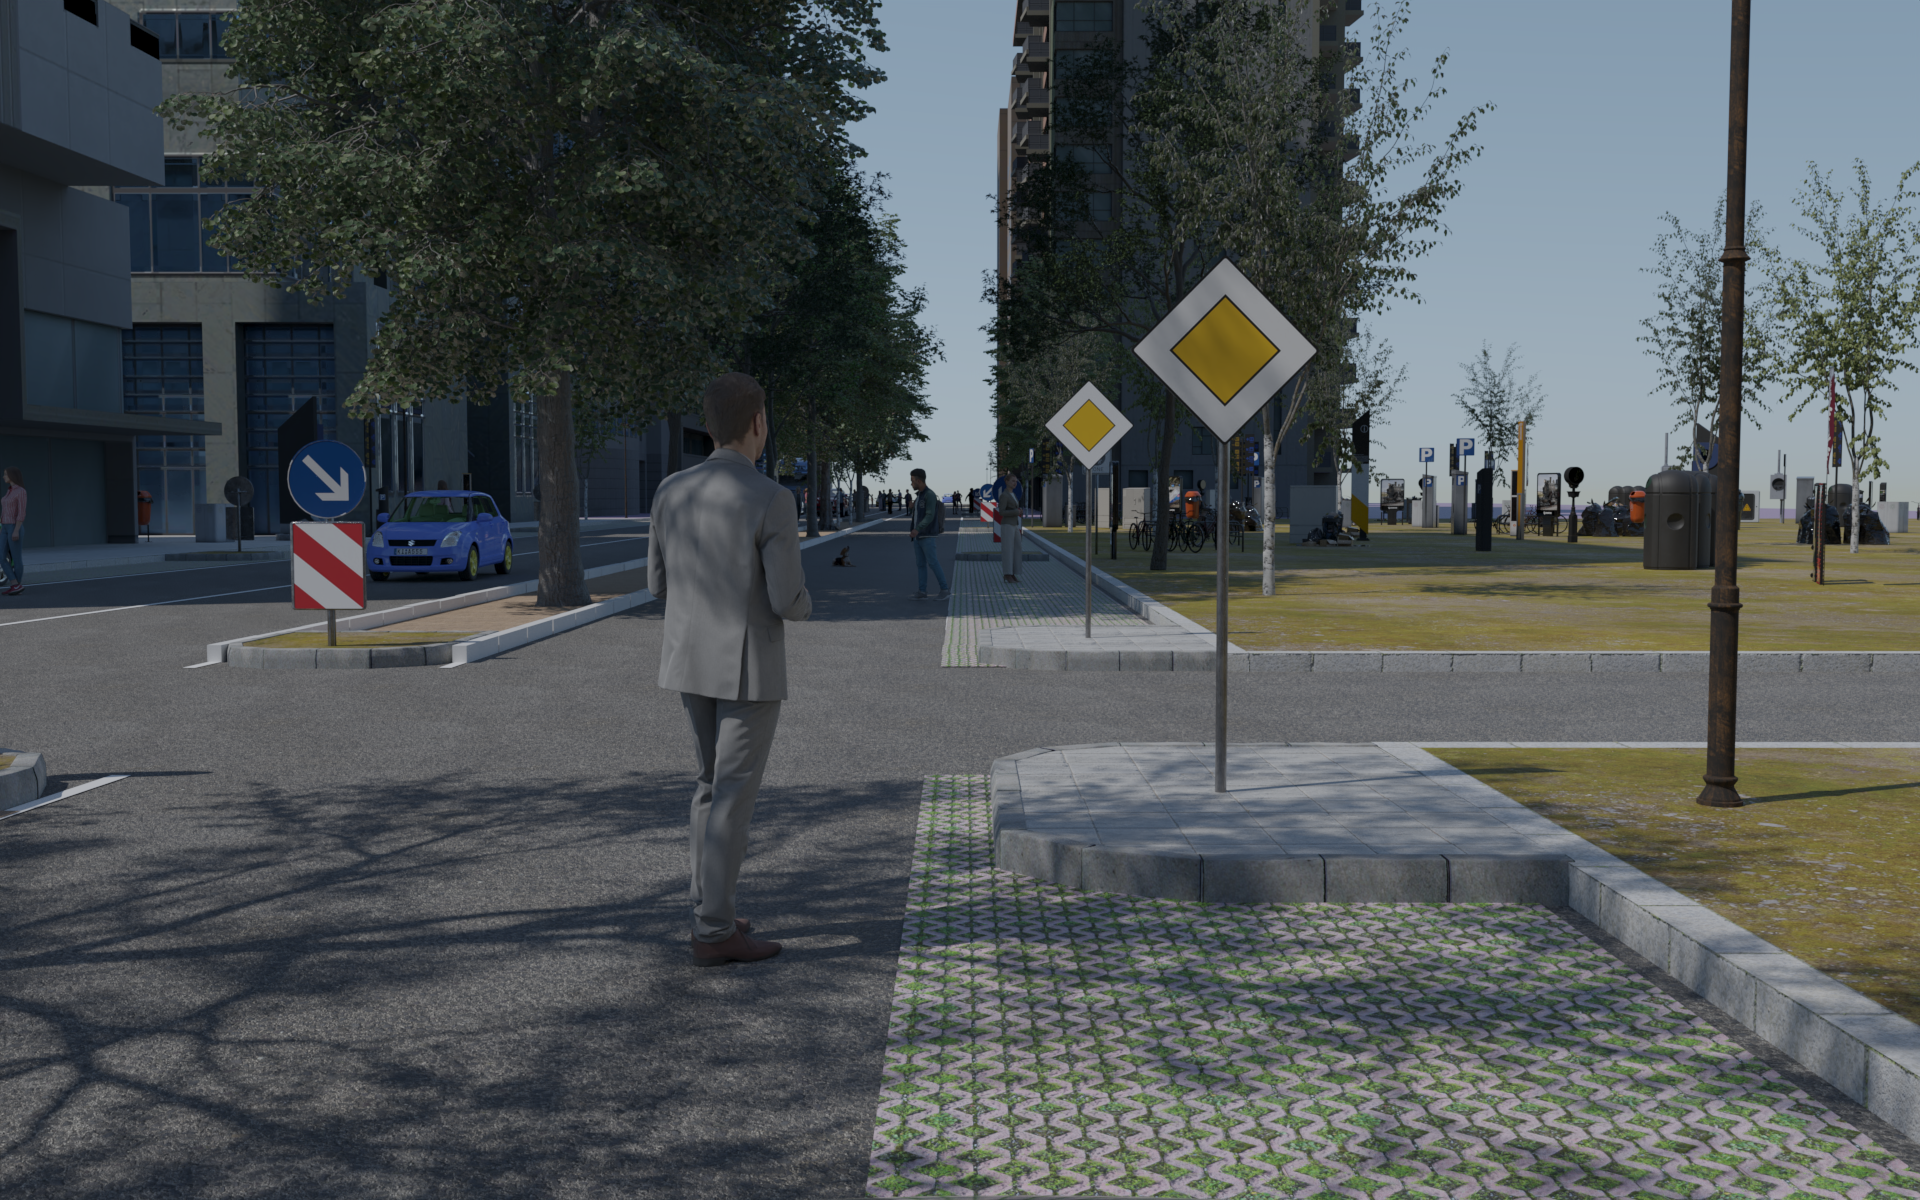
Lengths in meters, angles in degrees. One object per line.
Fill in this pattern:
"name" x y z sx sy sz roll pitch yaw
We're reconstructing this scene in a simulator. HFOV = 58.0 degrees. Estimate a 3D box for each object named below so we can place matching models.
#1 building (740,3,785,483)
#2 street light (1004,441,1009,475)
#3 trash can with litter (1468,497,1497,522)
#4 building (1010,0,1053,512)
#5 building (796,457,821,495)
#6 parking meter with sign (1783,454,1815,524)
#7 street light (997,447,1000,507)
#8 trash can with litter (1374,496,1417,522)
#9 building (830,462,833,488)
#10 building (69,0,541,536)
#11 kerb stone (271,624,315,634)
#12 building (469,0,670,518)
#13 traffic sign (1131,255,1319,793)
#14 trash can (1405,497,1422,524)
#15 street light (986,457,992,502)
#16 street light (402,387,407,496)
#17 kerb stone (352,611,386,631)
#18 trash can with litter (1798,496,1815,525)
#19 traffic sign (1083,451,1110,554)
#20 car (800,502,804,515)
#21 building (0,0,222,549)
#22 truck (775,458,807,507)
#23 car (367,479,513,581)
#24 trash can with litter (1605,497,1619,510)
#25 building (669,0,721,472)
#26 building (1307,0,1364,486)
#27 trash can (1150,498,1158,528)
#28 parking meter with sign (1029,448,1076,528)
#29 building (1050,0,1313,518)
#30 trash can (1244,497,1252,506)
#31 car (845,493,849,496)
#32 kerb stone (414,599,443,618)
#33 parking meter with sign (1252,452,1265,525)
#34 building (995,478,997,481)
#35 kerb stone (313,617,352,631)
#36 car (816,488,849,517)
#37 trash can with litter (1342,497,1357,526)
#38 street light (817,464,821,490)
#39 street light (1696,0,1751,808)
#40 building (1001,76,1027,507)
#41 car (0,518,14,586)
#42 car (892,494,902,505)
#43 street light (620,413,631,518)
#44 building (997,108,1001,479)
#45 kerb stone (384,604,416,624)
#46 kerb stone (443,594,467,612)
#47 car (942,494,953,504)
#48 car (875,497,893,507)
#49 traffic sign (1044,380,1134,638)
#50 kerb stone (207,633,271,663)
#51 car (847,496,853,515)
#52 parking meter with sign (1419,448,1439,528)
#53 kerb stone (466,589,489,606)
"building" -29.462 -53.584 188.764 22.319 86.520 31.000 0 4 0
"street light" 3.443 -9.368 125.947 0.468 5.910 1.993 0 4 0
"trash can with litter" 23.692 -4.166 79.165 2.233 1.210 1.678 -1 4 -9
"building" 15.628 -30.326 150.453 22.147 44.769 28.867 0 4 0
"building" -32.121 -23.009 221.240 27.650 21.520 28.899 0 4 0
"parking meter with sign" 36.534 -4.806 74.839 1.738 3.016 0.543 2 4 29
"street light" 3.699 -11.813 165.928 0.468 5.910 1.993 0 4 0
"trash can with litter" 20.729 -4.409 83.143 1.678 1.210 2.233 3 4 39
"building" -25.452 -34.158 242.073 14.154 41.232 14.086 0 4 0
"building" -29.138 -46.065 65.836 22.319 86.520 31.000 0 4 0
"kerb stone" -6.326 0.366 16.248 0.120 0.150 1.000 0 4 0
"building" -30.422 -34.372 103.976 21.231 58.520 28.212 0 4 0
"traffic sign" 1.120 -0.229 7.395 0.795 2.450 0.064 0 4 0
"trash can" 19.394 -3.814 74.005 0.748 1.137 0.748 0 3 0
"street light" 3.712 -14.499 209.853 0.468 5.910 1.993 0 4 0
"street light" -17.830 -5.065 55.601 0.468 5.910 1.993 0 4 0
"kerb stone" -6.324 0.242 18.295 0.120 0.150 1.000 0 4 0
"trash can with litter" 35.520 -3.700 71.556 2.233 1.210 1.678 -2 4 -27
"traffic sign" 2.898 -2.116 36.723 0.606 2.300 0.079 0 4 5
"car" -11.729 -6.517 118.916 2.083 1.381 4.827 0 4 -1
"building" -32.449 -26.939 29.697 28.713 52.752 27.495 0 4 0
"truck" -12.357 -8.885 135.034 2.967 4.110 18.799 0 4 -2
"car" -8.881 -1.229 29.691 1.945 1.707 3.694 0 4 -1
"trash can with litter" 23.752 -3.205 63.791 1.055 1.170 0.624 2 4 35
"building" -29.994 -30.946 129.672 21.300 48.544 21.600 0 4 0
"building" 15.478 -28.564 121.640 22.147 44.769 28.867 0 4 0
"trash can" 7.257 -3.248 64.755 0.748 1.137 0.748 0 3 0
"parking meter with sign" 3.572 -4.292 66.434 1.738 3.016 0.543 -1 4 -14
"building" 12.138 -20.113 100.556 14.160 30.474 14.107 0 4 0
"trash can" 13.616 -4.225 80.739 0.748 1.137 0.748 0 3 0
"car" -12.860 -11.278 193.988 1.945 1.707 3.694 0 4 -1
"kerb stone" -6.321 0.113 20.344 0.120 0.150 1.000 0 4 0
"parking meter with sign" 12.617 -4.683 72.823 0.543 3.016 1.738 2 4 30
"building" 16.533 -36.726 220.073 23.786 49.044 30.456 0 4 0
"kerb stone" -6.329 0.303 17.270 0.120 0.150 1.000 0 4 0
"car" -8.282 -6.262 111.058 2.281 1.827 5.304 0 4 1
"trash can with litter" 15.155 -3.610 70.084 2.233 1.210 1.678 0 4 7
"street light" -17.530 -14.859 215.734 0.468 5.910 1.993 0 4 0
"street light" 3.144 -2.092 6.989 0.468 5.910 1.993 0 4 0
"building" 12.083 -32.578 182.768 14.600 45.320 14.200 0 4 0
"car" -15.685 -1.012 25.348 1.959 1.807 4.718 0 3 0
"car" -8.338 -12.846 221.824 2.131 1.459 4.920 0 4 -1
"street light" -17.806 -7.305 92.221 0.468 5.910 1.993 0 4 0
"building" 11.234 -33.462 197.209 14.600 45.320 14.200 0 4 0
"kerb stone" -6.321 0.184 19.317 0.120 0.150 1.000 0 4 0
"kerb stone" -6.317 0.058 21.372 0.120 0.150 1.000 0 4 0
"car" -1.556 -13.751 234.422 1.945 1.707 3.694 0 4 1
"car" -8.522 -11.222 193.707 2.015 1.641 3.980 0 4 0
"traffic sign" 1.140 -0.718 15.380 0.795 2.450 0.064 0 4 0
"kerb stone" -6.336 0.427 15.216 0.120 0.150 1.000 0 4 0
"car" -8.111 -6.362 116.017 2.014 1.417 4.499 0 4 0
"parking meter with sign" 17.836 -4.247 65.700 0.543 3.016 1.738 2 4 25
"kerb stone" -6.317 -0.012 22.394 0.120 0.150 1.000 0 4 0
